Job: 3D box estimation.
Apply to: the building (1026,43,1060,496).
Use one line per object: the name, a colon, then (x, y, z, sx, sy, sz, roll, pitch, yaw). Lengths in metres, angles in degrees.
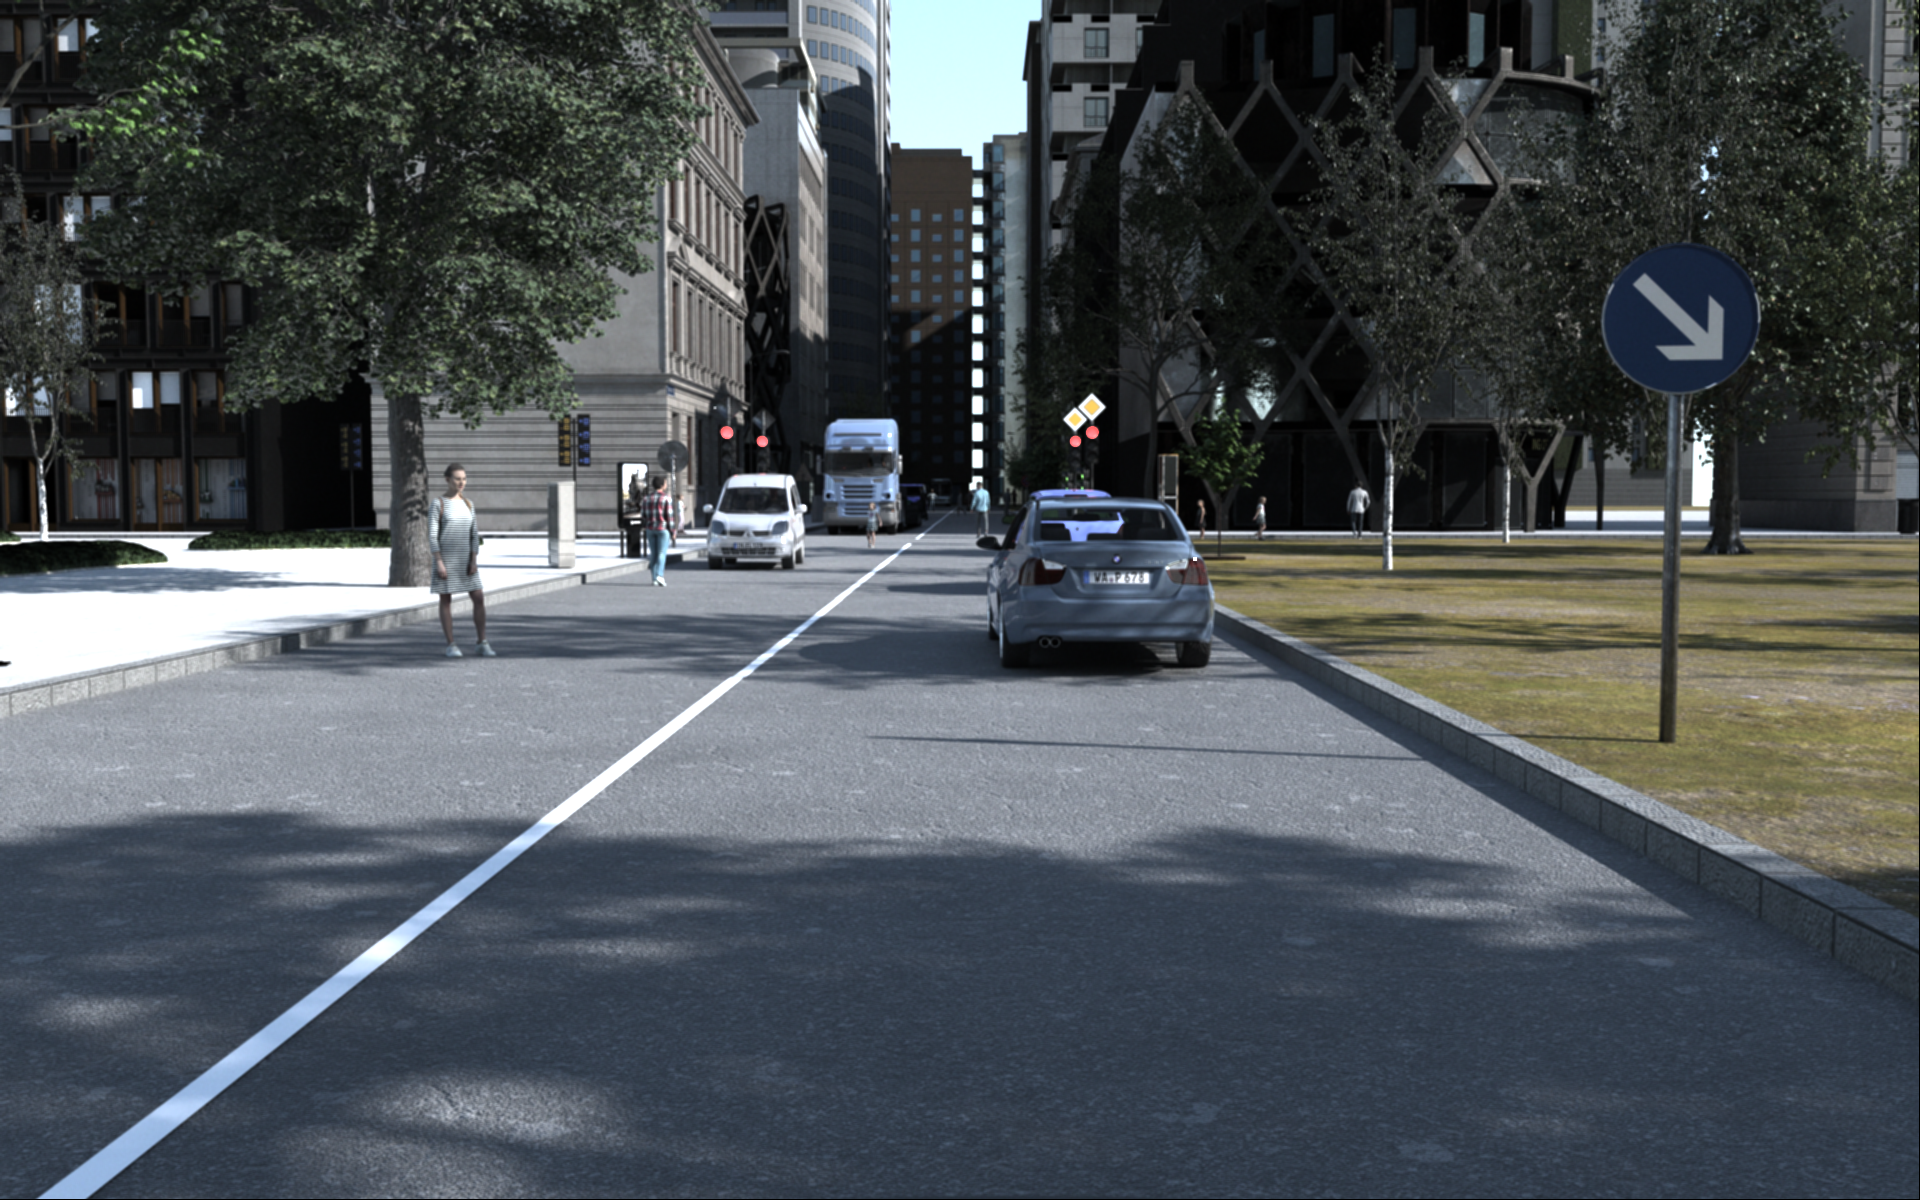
building: (13.613, -31.787, 169.826, 14.600, 45.320, 14.200, 0, 4, 0)

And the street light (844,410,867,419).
street light: (-5.872, -7.565, 96.221, 1.470, 5.913, 1.316, 0, 4, 0)

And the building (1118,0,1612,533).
building: (15.058, -12.090, 65.128, 16.811, 18.784, 16.820, 0, 4, 0)

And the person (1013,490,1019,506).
person: (5.869, -10.755, 182.610, 0.721, 1.743, 1.217, 2, 4, 30)

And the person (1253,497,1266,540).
person: (8.327, -2.273, 48.222, 0.382, 1.210, 0.505, 0, 4, 7)

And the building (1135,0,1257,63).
building: (12.856, -15.446, 82.225, 12.332, 23.373, 15.834, 0, 4, 0)

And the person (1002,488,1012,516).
person: (3.140, -6.527, 115.320, 0.635, 1.810, 0.391, -3, 4, -38)

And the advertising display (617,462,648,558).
advertising display: (-6.585, -1.815, 34.896, 0.123, 1.923, 0.974, 1, 4, 22)

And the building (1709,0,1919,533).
building: (42.006, -16.222, 62.494, 25.104, 27.353, 12.463, 0, 4, 0)

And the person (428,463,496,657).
person: (-4.440, -0.352, 15.254, 0.522, 1.701, 0.512, 3, 5, 43)

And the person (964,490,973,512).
person: (0.822, -8.051, 140.688, 0.990, 1.755, 0.434, -1, 4, -11)

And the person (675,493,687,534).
person: (-8.931, -2.762, 55.480, 0.394, 1.301, 0.425, -2, 4, -23)

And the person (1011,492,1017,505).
person: (6.299, -12.021, 202.686, 1.348, 1.812, 0.705, 3, 5, 44)

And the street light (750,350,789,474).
street light: (-6.215, -5.111, 56.101, 1.470, 5.913, 1.316, 0, 4, 0)

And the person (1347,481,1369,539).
person: (12.344, -2.772, 53.661, 0.661, 1.843, 0.795, 0, 4, 8)

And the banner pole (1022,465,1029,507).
banner pole: (4.641, -8.152, 123.309, 0.863, 3.779, 0.401, -3, 5, -40)

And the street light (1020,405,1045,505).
street light: (3.836, -7.214, 90.487, 1.470, 5.913, 1.316, 0, 4, 0)

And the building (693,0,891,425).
building: (-21.931, -39.877, 193.993, 28.212, 58.520, 21.231, 0, 4, 0)

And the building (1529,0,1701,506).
building: (64.855, -39.841, 193.398, 28.212, 58.520, 21.231, 0, 4, 0)

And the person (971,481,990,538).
person: (0.670, -2.928, 56.233, 0.638, 1.841, 0.748, 0, 4, -7)

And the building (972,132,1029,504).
building: (16.891, -37.235, 228.407, 30.456, 49.044, 23.786, 0, 4, 0)

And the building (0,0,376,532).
building: (-31.295, -14.316, 63.738, 15.834, 23.373, 12.332, 0, 4, 0)

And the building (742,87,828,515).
building: (-15.297, -17.919, 111.003, 12.078, 24.808, 19.932, 0, 4, 0)

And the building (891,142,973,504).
building: (-5.478, -35.081, 223.680, 14.200, 45.320, 14.600, 0, 4, 0)

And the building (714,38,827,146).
building: (-24.234, -27.597, 143.094, 32.217, 40.220, 23.993, 0, 4, 0)

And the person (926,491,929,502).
person: (-3.536, -10.235, 176.375, 0.750, 1.759, 0.617, 0, 4, 3)

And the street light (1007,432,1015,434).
street light: (4.244, -9.668, 130.606, 1.470, 5.913, 1.316, 0, 4, 0)

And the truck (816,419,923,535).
truck: (-3.195, -4.784, 67.972, 2.967, 4.110, 18.799, 0, 4, 2)

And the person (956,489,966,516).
person: (0.041, -6.266, 111.697, 0.760, 1.731, 0.466, -2, 4, -35)

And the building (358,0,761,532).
building: (-14.848, -14.178, 67.973, 11.583, 22.565, 21.152, 0, 4, 0)

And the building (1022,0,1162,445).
building: (21.547, -36.793, 190.802, 28.713, 52.752, 27.495, 0, 4, 0)

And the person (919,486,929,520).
person: (-2.082, -5.238, 93.916, 0.755, 1.850, 0.659, 1, 4, 9)

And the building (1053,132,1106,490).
building: (13.107, -19.638, 118.338, 12.463, 27.353, 25.104, 0, 4, 0)

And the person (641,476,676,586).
person: (-4.752, -1.092, 27.199, 0.563, 1.720, 0.643, 1, 4, 21)

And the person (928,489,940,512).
person: (-2.255, -8.047, 140.158, 1.350, 1.814, 0.705, -1, 4, -17)

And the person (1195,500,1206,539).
person: (7.390, -2.455, 53.307, 0.373, 1.253, 0.362, 0, 4, -5)

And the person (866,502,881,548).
person: (-2.279, -2.000, 46.216, 0.505, 1.210, 0.382, 2, 4, 30)

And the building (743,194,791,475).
building: (-17.130, -13.443, 87.245, 16.820, 18.784, 16.811, 0, 4, 0)

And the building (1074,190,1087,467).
building: (13.051, -16.413, 98.028, 12.332, 23.373, 15.834, 0, 4, 0)
